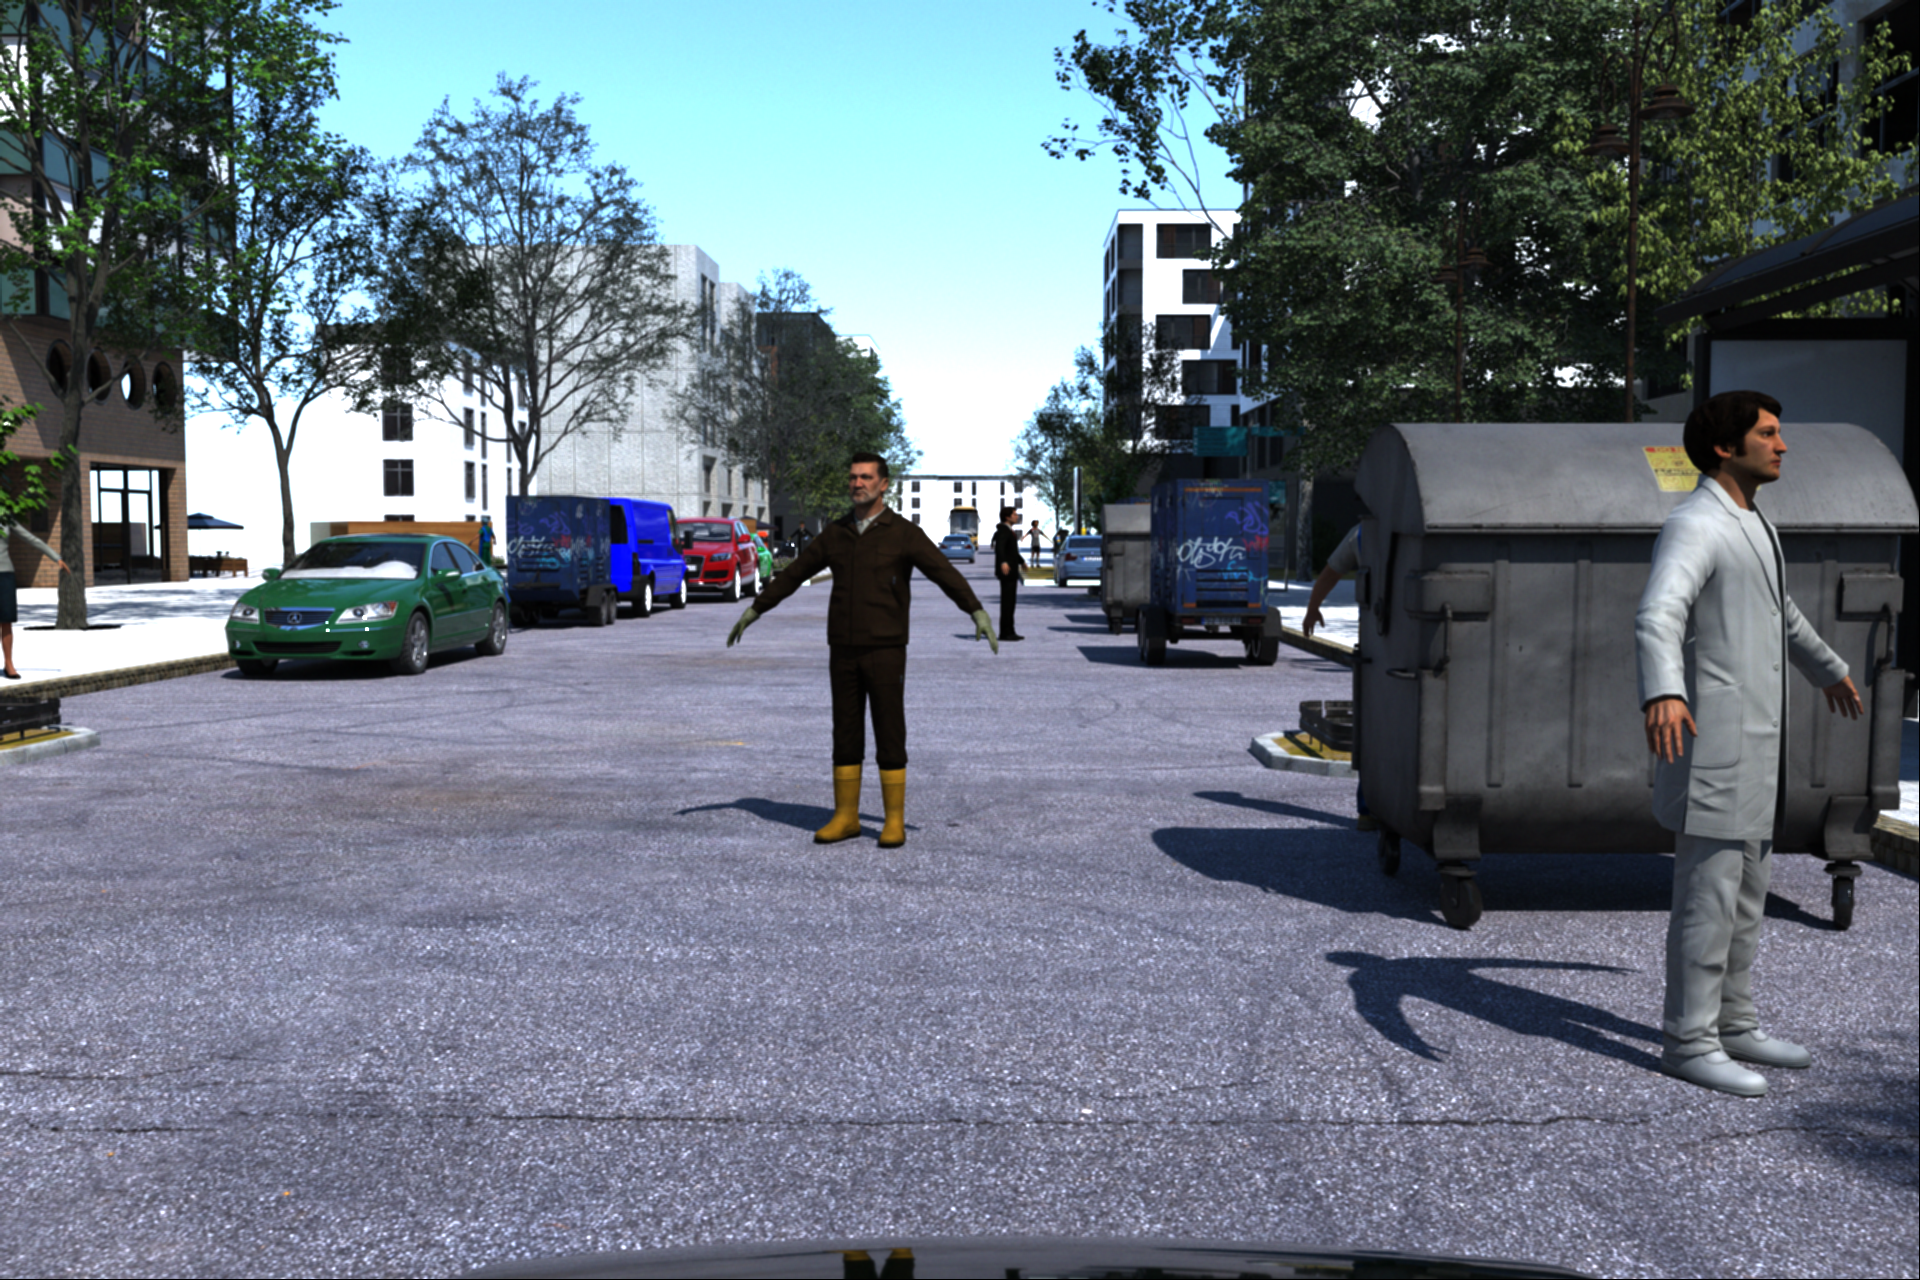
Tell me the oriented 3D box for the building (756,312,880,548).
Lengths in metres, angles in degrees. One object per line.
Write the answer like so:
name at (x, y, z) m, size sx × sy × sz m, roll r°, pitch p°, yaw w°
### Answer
building at (-23.272, -20.309, 176.034) m, size 27.936 × 21.610 × 32.646 m, roll 0°, pitch 4°, yaw 2°

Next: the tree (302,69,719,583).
tree at (-11.500, -8.271, 45.608) m, size 12.009 × 13.543 × 11.850 m, roll 0°, pitch 3°, yaw 0°

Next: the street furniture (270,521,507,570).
street furniture at (-20.704, -3.285, 60.570) m, size 9.812 × 1.723 × 11.010 m, roll -3°, pitch 4°, yaw -36°

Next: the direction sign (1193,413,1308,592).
direction sign at (6.407, -2.999, 37.804) m, size 2.525 × 3.948 × 1.411 m, roll 0°, pitch 4°, yaw 1°

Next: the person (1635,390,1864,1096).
person at (2.056, 0.248, 4.581) m, size 0.705 × 1.806 × 1.347 m, roll 3°, pitch 5°, yaw 44°

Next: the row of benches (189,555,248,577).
row of benches at (-23.413, -2.238, 52.062) m, size 4.104 × 0.672 × 1.422 m, roll 1°, pitch 4°, yaw 13°

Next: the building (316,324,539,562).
building at (-24.815, -8.644, 83.484) m, size 9.099 × 9.664 × 28.070 m, roll 0°, pitch 4°, yaw 1°

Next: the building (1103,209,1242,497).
building at (24.122, -17.209, 125.339) m, size 27.936 × 21.610 × 32.646 m, roll 0°, pitch 4°, yaw 1°

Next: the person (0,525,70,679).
person at (-8.485, -0.513, 15.212) m, size 1.217 × 1.735 × 0.721 m, roll -3°, pitch 5°, yaw -42°

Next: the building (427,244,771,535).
building at (-23.900, -15.620, 121.850) m, size 16.747 × 18.905 × 31.486 m, roll 0°, pitch 4°, yaw 2°

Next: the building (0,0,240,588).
building at (-30.526, -13.470, 26.812) m, size 21.656 × 26.213 × 47.522 m, roll 0°, pitch 4°, yaw 0°

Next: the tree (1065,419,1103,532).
tree at (7.629, -9.452, 104.908) m, size 4.360 × 8.622 × 3.978 m, roll 0°, pitch 3°, yaw 0°

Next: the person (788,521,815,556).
person at (-6.794, -4.194, 74.499) m, size 1.347 × 1.837 × 0.705 m, roll 0°, pitch 4°, yaw 6°

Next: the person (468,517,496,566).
person at (-15.350, -3.044, 55.902) m, size 0.704 × 1.817 × 1.347 m, roll 1°, pitch 4°, yaw 22°

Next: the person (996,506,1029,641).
person at (0.681, -0.899, 23.335) m, size 0.705 × 1.806 × 1.347 m, roll 1°, pitch 4°, yaw 14°

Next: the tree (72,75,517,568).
tree at (-12.699, -6.018, 32.810) m, size 8.767 × 10.594 × 7.601 m, roll -1°, pitch 4°, yaw -15°

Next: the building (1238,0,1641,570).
building at (26.007, -14.217, 76.427) m, size 27.936 × 21.610 × 32.646 m, roll 0°, pitch 4°, yaw 1°

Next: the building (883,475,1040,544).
building at (-2.863, -18.323, 244.185) m, size 28.070 × 9.664 × 9.099 m, roll 0°, pitch 4°, yaw 7°

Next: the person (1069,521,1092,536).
person at (4.892, -3.928, 70.196) m, size 1.349 × 1.833 × 0.705 m, roll 0°, pitch 4°, yaw -8°

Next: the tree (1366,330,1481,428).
tree at (15.801, -6.598, 58.243) m, size 4.737 × 8.622 × 4.395 m, roll 0°, pitch 3°, yaw 0°

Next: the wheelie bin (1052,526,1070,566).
wheelie bin at (3.936, -3.643, 67.473) m, size 0.693 × 1.594 × 0.980 m, roll 0°, pitch 4°, yaw 0°

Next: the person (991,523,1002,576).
person at (1.352, -3.046, 58.449) m, size 0.705 × 1.806 × 1.347 m, roll -2°, pitch 4°, yaw -29°

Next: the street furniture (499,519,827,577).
street furniture at (-7.851, -2.786, 52.404) m, size 9.812 × 1.723 × 11.010 m, roll 3°, pitch 5°, yaw 43°

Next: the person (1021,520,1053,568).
person at (2.872, -3.640, 65.660) m, size 1.345 × 1.843 × 0.704 m, roll -2°, pitch 4°, yaw -24°

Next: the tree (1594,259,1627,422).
tree at (23.734, -7.856, 54.209) m, size 9.928 × 11.665 × 9.643 m, roll 0°, pitch 3°, yaw 0°

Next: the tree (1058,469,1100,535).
tree at (17.965, -20.700, 245.102) m, size 9.857 × 13.997 × 8.962 m, roll 0°, pitch 3°, yaw 0°

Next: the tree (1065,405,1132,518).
tree at (7.732, -9.115, 99.389) m, size 4.360 × 8.622 × 3.978 m, roll 0°, pitch 3°, yaw 0°

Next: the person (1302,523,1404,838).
person at (2.107, 0.001, 8.300) m, size 0.705 × 1.847 × 1.347 m, roll -3°, pitch 4°, yaw -36°

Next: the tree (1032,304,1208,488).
tree at (6.610, -8.379, 71.405) m, size 8.767 × 10.594 × 7.601 m, roll 2°, pitch 4°, yaw 27°

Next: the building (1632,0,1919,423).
building at (27.408, -13.817, 29.106) m, size 19.350 × 26.588 × 34.151 m, roll 0°, pitch 4°, yaw 1°

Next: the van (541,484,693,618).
van at (-6.231, -1.651, 31.374) m, size 2.240 × 2.365 × 5.245 m, roll 0°, pitch 4°, yaw 2°

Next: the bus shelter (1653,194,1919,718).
bus shelter at (5.837, -0.956, 9.551) m, size 2.014 × 3.302 × 5.546 m, roll 0°, pitch 4°, yaw 2°

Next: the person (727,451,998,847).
person at (-0.436, 0.035, 8.027) m, size 1.346 × 1.812 × 0.704 m, roll 1°, pitch 4°, yaw 20°

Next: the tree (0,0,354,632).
tree at (-11.783, -5.944, 22.936) m, size 9.928 × 11.665 × 9.643 m, roll 0°, pitch 3°, yaw 0°
